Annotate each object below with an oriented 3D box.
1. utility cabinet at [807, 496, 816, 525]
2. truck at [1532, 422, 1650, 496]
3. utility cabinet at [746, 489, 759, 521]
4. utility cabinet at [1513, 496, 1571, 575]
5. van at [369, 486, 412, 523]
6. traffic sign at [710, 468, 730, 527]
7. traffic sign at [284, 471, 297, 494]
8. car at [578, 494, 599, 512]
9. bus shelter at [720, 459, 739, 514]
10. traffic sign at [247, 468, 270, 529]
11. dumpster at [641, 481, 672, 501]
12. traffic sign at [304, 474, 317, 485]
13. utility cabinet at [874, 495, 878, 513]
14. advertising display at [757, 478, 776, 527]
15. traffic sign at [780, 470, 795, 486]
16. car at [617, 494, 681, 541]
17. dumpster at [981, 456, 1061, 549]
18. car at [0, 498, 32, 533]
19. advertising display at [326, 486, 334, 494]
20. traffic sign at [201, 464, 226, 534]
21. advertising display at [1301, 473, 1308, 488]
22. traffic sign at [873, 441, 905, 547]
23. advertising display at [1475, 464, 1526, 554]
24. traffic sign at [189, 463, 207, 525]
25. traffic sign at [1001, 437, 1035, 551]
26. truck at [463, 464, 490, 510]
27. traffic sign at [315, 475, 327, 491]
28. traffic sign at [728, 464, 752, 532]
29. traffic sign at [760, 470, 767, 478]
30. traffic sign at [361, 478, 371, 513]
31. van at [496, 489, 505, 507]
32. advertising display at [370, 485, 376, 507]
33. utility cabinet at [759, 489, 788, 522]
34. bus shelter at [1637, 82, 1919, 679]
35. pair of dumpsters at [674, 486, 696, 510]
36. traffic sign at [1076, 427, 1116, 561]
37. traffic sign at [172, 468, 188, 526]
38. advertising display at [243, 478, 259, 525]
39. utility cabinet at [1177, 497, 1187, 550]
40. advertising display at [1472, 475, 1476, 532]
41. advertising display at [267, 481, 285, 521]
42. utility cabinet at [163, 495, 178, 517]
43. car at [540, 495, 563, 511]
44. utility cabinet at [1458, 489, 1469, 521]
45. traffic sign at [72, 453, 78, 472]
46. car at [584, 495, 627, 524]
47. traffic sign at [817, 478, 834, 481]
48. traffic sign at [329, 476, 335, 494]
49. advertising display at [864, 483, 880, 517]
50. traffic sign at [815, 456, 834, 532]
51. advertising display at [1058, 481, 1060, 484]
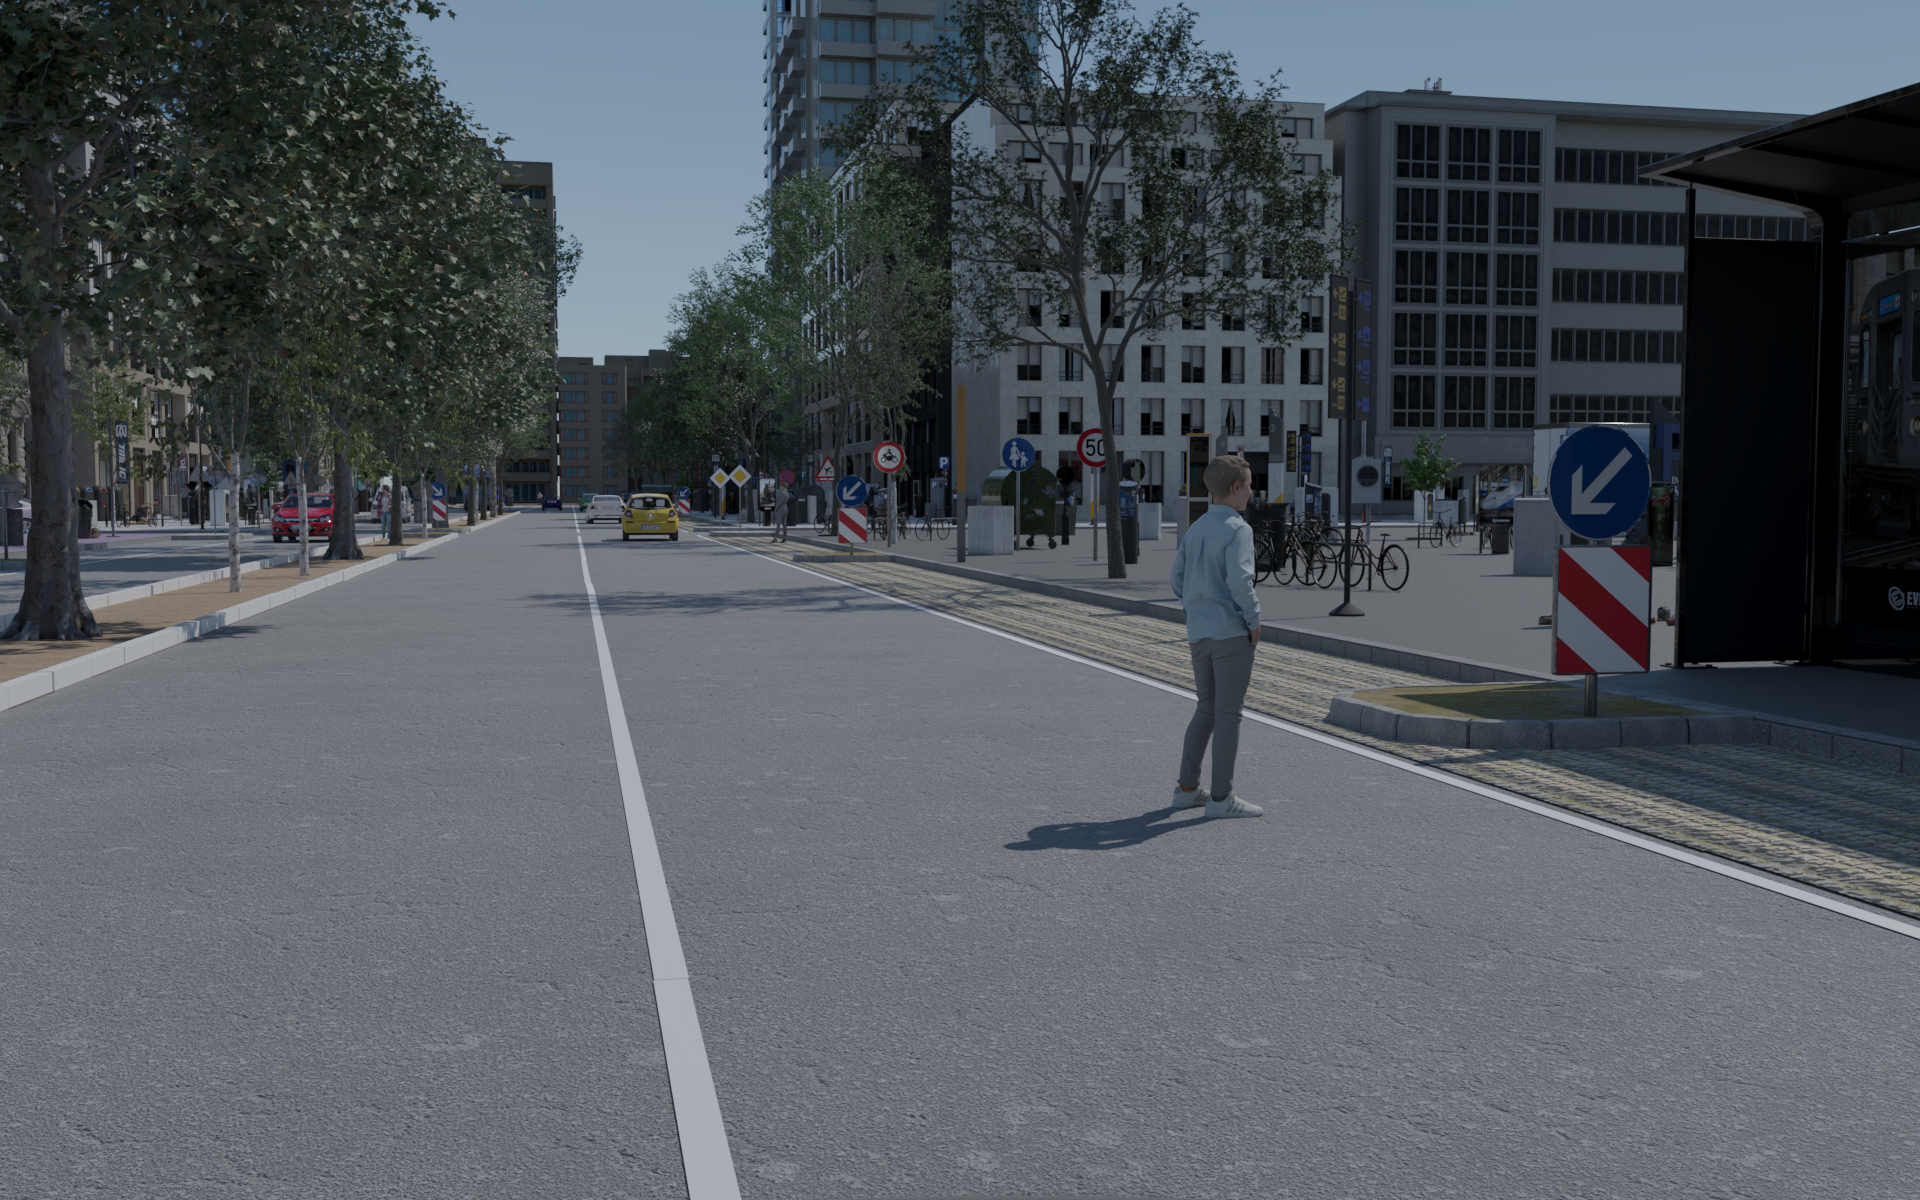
[{"bbox_3d":[-6.207,-3.764,72.703,0.306,1.237,1.020,-1,4,-10],"label":"utility cabinet"},{"bbox_3d":[28.822,-4.970,70.171,11.283,4.237,2.839,-1,4,-14],"label":"truck"},{"bbox_3d":[-9.625,-4.511,82.437,1.173,1.500,0.318,2,4,32],"label":"utility cabinet"},{"bbox_3d":[9.317,-0.997,27.456,1.020,1.237,0.306,1,4,12],"label":"utility cabinet"},{"bbox_3d":[-28.179,-4.821,85.831,2.013,2.044,4.112,-1,4,-13],"label":"van"},{"bbox_3d":[-9.206,-3.843,66.480,0.795,2.450,0.064,-1,4,-13],"label":"traffic sign"},{"bbox_3d":[-37.632,-5.961,97.464,0.884,2.594,0.081,-1,4,-10],"label":"traffic sign"},{"bbox_3d":[-30.662,-8.252,143.718,1.959,1.807,4.718,-1,4,-14],"label":"car"},{"bbox_3d":[-14.891,-7.413,112.481,1.731,3.624,6.357,-1,4,-13],"label":"bus shelter"},{"bbox_3d":[-25.451,-3.622,62.863,0.795,2.450,0.064,-1,4,-13],"label":"traffic sign"},{"bbox_3d":[-19.463,-6.490,111.070,1.985,2.255,1.502,-1,4,-14],"label":"dumpster"},{"bbox_3d":[-39.351,-6.411,104.924,0.768,2.556,0.104,0,4,-7],"label":"traffic sign"},{"bbox_3d":[-3.866,-4.713,88.217,1.020,1.237,0.306,0,4,-4],"label":"utility cabinet"},{"bbox_3d":[-7.662,-3.881,68.662,0.123,1.923,0.974,3,4,36],"label":"advertising display"},{"bbox_3d":[-9.007,-5.518,90.319,0.768,2.556,0.104,0,4,-7],"label":"traffic sign"},{"bbox_3d":[-9.684,-2.678,54.006,2.015,1.641,3.980,-1,4,-11],"label":"car"},{"bbox_3d":[1.453,-2.347,40.867,1.502,2.255,1.985,-1,4,-13],"label":"dumpster"},{"bbox_3d":[-32.280,-2.769,57.631,4.827,1.381,2.083,-1,4,-12],"label":"car"},{"bbox_3d":[-48.300,-7.833,133.281,0.974,1.923,0.123,0,4,-3],"label":"advertising display"},{"bbox_3d":[-23.700,-3.146,55.071,0.795,2.450,0.064,-1,4,-13],"label":"traffic sign"},{"bbox_3d":[10.676,-2.969,53.756,0.123,1.923,0.974,1,4,17],"label":"advertising display"},{"bbox_3d":[-1.705,-2.541,41.647,0.768,2.556,0.104,0,4,-7],"label":"traffic sign"},{"bbox_3d":[11.609,-1.952,37.127,0.974,1.923,0.123,2,4,32],"label":"advertising display"},{"bbox_3d":[-31.407,-4.373,71.498,0.884,2.594,0.081,-1,4,-9],"label":"traffic sign"},{"bbox_3d":[1.305,-2.374,38.927,0.768,2.556,0.104,0,4,-7],"label":"traffic sign"},{"bbox_3d":[-44.160,-10.363,159.200,2.967,4.110,18.799,-1,4,-14],"label":"truck"},{"bbox_3d":[-43.407,-7.187,117.621,0.768,2.556,0.104,-1,4,-11],"label":"traffic sign"},{"bbox_3d":[-7.455,-3.367,58.689,0.795,2.450,0.064,-1,4,-13],"label":"traffic sign"},{"bbox_3d":[-10.459,-5.529,90.503,0.768,2.556,0.104,0,4,-4],"label":"traffic sign"},{"bbox_3d":[-40.973,-7.249,119.699,0.795,2.450,0.064,-1,4,-12],"label":"traffic sign"},{"bbox_3d":[-52.329,-11.643,194.754,2.240,2.365,5.245,-1,4,-14],"label":"van"},{"bbox_3d":[-40.179,-6.935,118.607,0.123,1.923,0.974,-3,4,-36],"label":"advertising display"},{"bbox_3d":[-8.518,-4.333,79.525,1.173,1.500,0.318,-1,4,-18],"label":"utility cabinet"},{"bbox_3d":[6.389,-1.133,9.803,1.731,3.624,6.357,-1,4,-12],"label":"bus shelter"},{"bbox_3d":[-21.744,-8.234,137.114,1.574,2.255,4.437,-1,4,-13],"label":"pair of dumpsters"},{"bbox_3d":[2.601,-2.024,33.193,0.768,2.556,0.104,0,4,-4],"label":"traffic sign"},{"bbox_3d":[-30.793,-4.055,68.435,0.606,2.300,0.079,0,4,-7],"label":"traffic sign"},{"bbox_3d":[-29.121,-4.033,71.151,0.974,1.923,0.123,2,4,35],"label":"advertising display"},{"bbox_3d":[5.455,-1.783,40.314,0.306,1.237,1.020,3,5,42],"label":"utility cabinet"},{"bbox_3d":[17.617,-3.271,58.700,0.123,1.923,0.974,3,5,39],"label":"advertising display"},{"bbox_3d":[-32.727,-4.751,82.889,0.123,1.923,0.974,2,4,25],"label":"advertising display"},{"bbox_3d":[-44.956,-5.360,98.792,1.020,1.237,0.306,1,4,15],"label":"utility cabinet"},{"bbox_3d":[-35.315,-8.395,149.832,1.945,1.354,3.894,-1,4,-14],"label":"car"},{"bbox_3d":[24.048,-4.533,82.798,0.318,1.500,1.173,0,4,4],"label":"utility cabinet"},{"bbox_3d":[-25.313,-2.984,48.897,0.768,2.556,0.104,-1,4,-12],"label":"traffic sign"},{"bbox_3d":[-17.314,-4.428,84.760,2.083,1.381,4.827,-1,4,-14],"label":"car"},{"bbox_3d":[-5.554,-4.452,72.787,0.884,2.594,0.081,0,4,-3],"label":"traffic sign"},{"bbox_3d":[-41.520,-7.026,114.978,0.768,2.556,0.104,0,4,-4],"label":"traffic sign"},{"bbox_3d":[-4.982,-5.683,98.132,0.974,1.923,0.123,-2,4,-31],"label":"advertising display"},{"bbox_3d":[-4.465,-3.584,58.599,0.884,2.594,0.081,0,4,-4],"label":"traffic sign"},{"bbox_3d":[4.473,-4.267,74.986,0.123,1.923,0.974,-1,4,-16],"label":"advertising display"}]
